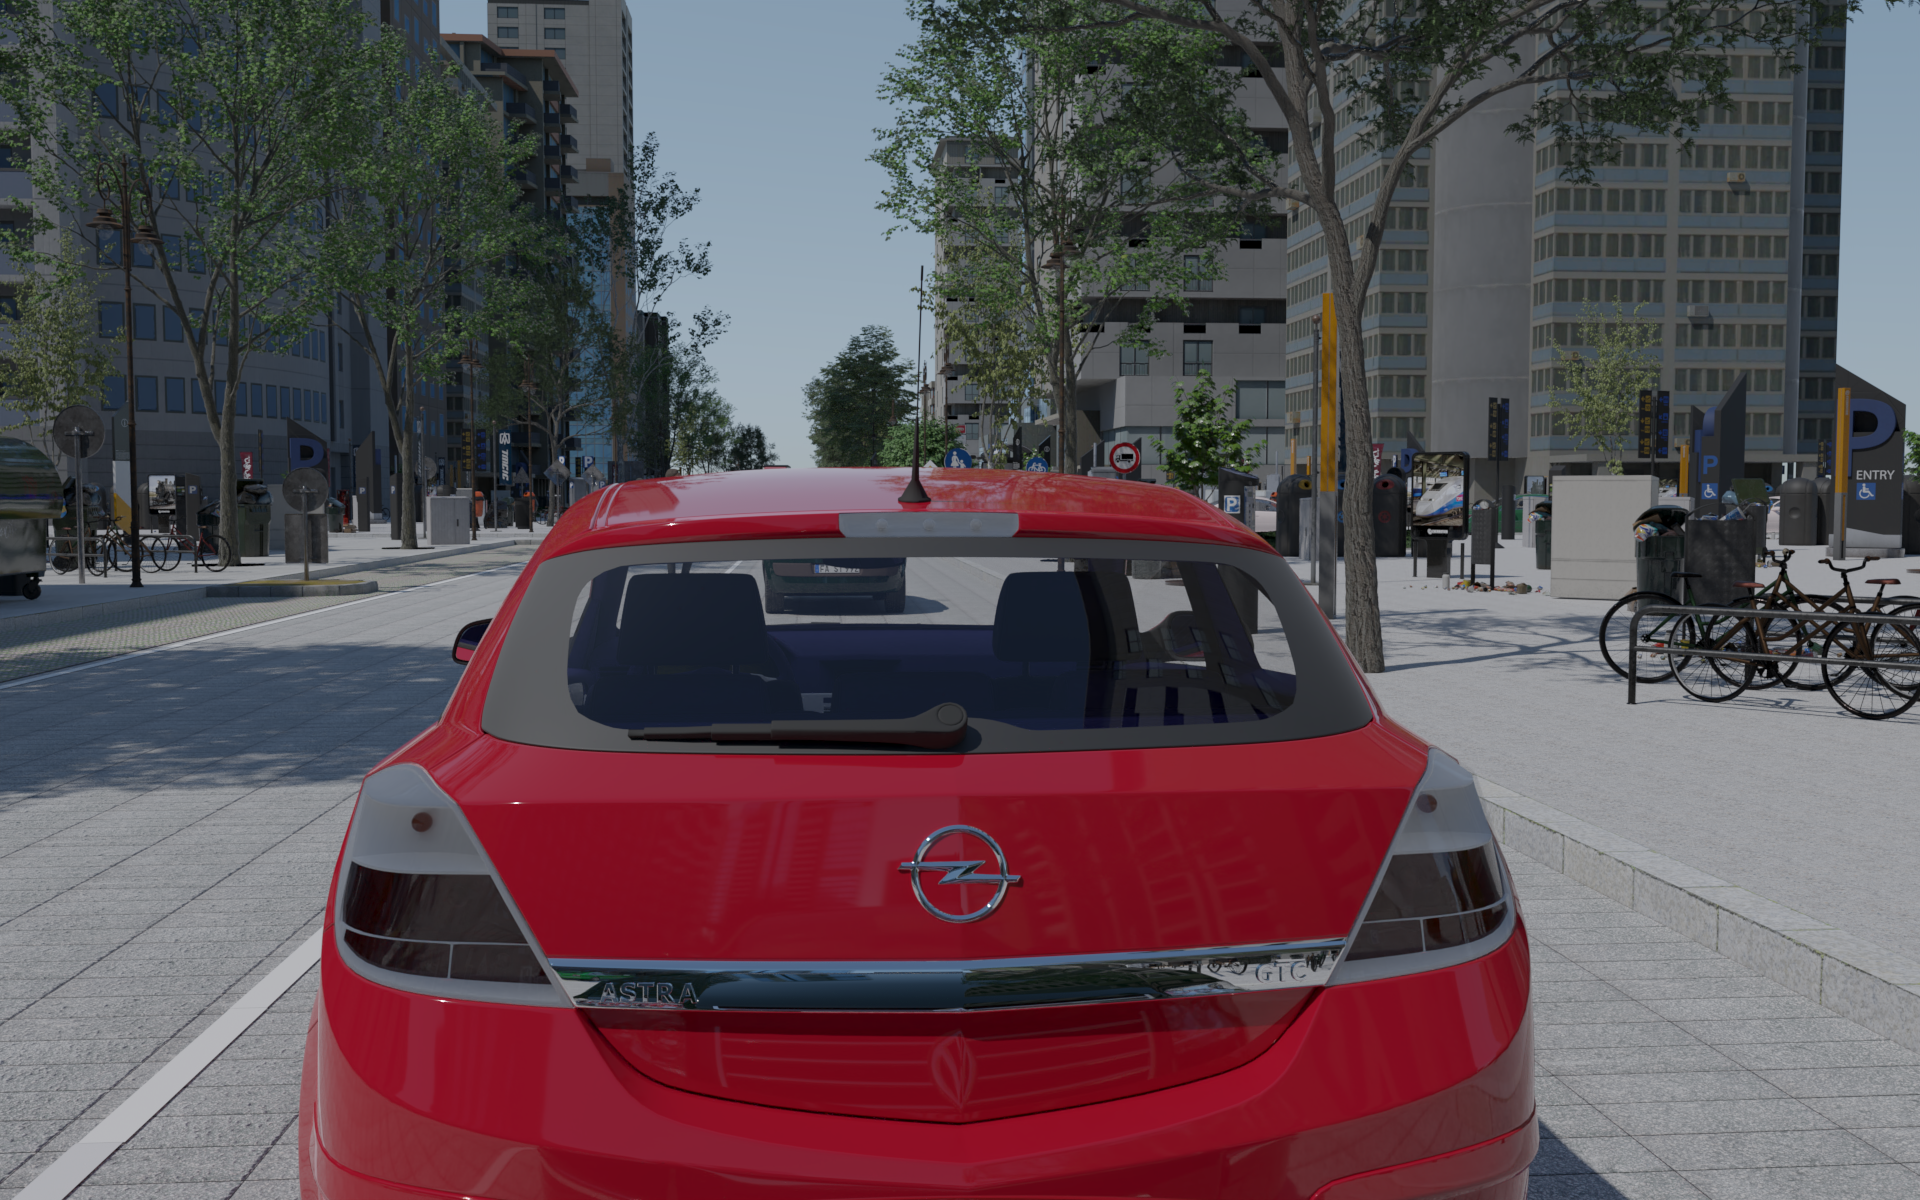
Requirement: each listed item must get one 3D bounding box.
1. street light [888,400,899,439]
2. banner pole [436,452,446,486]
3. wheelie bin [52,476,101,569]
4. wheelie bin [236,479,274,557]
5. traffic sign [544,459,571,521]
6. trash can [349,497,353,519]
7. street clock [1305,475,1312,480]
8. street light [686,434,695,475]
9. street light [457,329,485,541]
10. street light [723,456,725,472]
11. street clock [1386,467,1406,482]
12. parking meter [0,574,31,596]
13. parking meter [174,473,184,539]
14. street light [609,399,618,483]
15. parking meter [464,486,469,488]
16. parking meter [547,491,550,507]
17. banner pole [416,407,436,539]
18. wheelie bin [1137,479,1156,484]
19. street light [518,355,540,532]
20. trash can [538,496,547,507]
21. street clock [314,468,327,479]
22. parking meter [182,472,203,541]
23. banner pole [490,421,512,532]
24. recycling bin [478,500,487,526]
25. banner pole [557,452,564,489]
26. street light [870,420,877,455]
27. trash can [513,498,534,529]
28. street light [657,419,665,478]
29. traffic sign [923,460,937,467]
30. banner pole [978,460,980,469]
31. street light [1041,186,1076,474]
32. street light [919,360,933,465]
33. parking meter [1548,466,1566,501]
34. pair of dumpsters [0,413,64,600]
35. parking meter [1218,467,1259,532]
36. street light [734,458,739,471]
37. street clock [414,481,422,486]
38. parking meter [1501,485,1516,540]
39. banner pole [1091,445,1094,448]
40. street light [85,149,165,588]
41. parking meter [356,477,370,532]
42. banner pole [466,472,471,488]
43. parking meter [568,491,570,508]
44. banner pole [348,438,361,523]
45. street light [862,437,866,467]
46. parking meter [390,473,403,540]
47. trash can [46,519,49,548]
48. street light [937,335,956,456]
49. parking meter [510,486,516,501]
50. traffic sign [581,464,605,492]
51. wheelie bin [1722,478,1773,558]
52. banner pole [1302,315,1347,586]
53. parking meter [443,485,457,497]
[{"bbox_3d":[-3.238,-6.794,83.863,0.468,5.910,1.993,0,4,-5],"label":"street light"},{"bbox_3d":[-30.973,-6.917,103.114,0.401,3.779,0.863,3,5,40],"label":"banner pole"},{"bbox_3d":[-15.282,-1.349,29.963,0.693,1.594,0.980,-1,4,-11],"label":"wheelie bin"},{"bbox_3d":[-14.482,-1.682,35.414,0.693,1.594,0.980,2,4,33],"label":"wheelie bin"},{"bbox_3d":[-11.580,-2.828,49.880,0.795,2.450,0.064,0,4,-5],"label":"traffic sign"},{"bbox_3d":[-30.138,-4.533,85.774,0.748,1.137,0.748,0,3,0],"label":"trash can"},{"bbox_3d":[13.065,-3.687,64.860,0.471,2.002,0.358,-2,4,-34],"label":"street clock"},{"bbox_3d":[-20.811,-9.914,134.873,0.468,5.910,1.993,0,4,-5],"label":"street light"},{"bbox_3d":[-13.424,-4.581,47.692,0.468,5.910,1.993,0,4,-5],"label":"street light"},{"bbox_3d":[-24.885,-12.852,182.915,0.468,5.910,1.993,0,4,-5],"label":"street light"},{"bbox_3d":[11.667,-2.558,46.386,0.471,2.002,0.358,3,5,39],"label":"street clock"},{"bbox_3d":[-11.986,-0.988,21.862,0.399,1.863,0.255,1,4,22],"label":"parking meter"},{"bbox_3d":[-22.067,-2.650,49.034,0.255,1.863,0.399,-2,4,-29],"label":"parking meter"},{"bbox_3d":[-16.327,-6.688,82.139,0.468,5.910,1.993,0,4,-5],"label":"street light"},{"bbox_3d":[-32.951,-6.731,115.757,0.255,1.863,0.399,2,4,34],"label":"parking meter"},{"bbox_3d":[-30.454,-7.346,128.520,0.372,1.533,0.369,0,3,0],"label":"parking meter"},{"bbox_3d":[-15.377,-3.634,49.440,0.401,3.779,0.863,0,4,-2],"label":"banner pole"},{"bbox_3d":[3.836,-1.682,35.403,0.693,1.594,0.980,3,4,39],"label":"wheelie bin"},{"bbox_3d":[-14.357,-5.201,57.831,0.468,5.910,1.993,0,4,-5],"label":"street light"},{"bbox_3d":[-30.281,-6.970,125.619,0.748,1.137,0.748,0,3,0],"label":"trash can"},{"bbox_3d":[-18.167,-2.718,49.006,0.471,2.002,0.358,1,4,20],"label":"street clock"},{"bbox_3d":[-20.737,-2.520,46.917,0.399,1.863,0.255,-1,4,-14],"label":"parking meter"},{"bbox_3d":[-15.636,-4.221,59.030,0.863,3.779,0.401,1,4,14],"label":"banner pole"},{"bbox_3d":[-19.662,-3.545,70.513,0.722,1.027,0.722,0,4,-7],"label":"recycling bin"},{"bbox_3d":[-23.797,-6.909,102.972,0.401,3.779,0.863,2,4,28],"label":"banner pole"},{"bbox_3d":[-5.387,-8.283,108.213,0.468,5.910,1.993,0,4,-5],"label":"street light"},{"bbox_3d":[-15.957,-3.160,63.325,0.748,1.137,0.748,0,3,0],"label":"trash can"},{"bbox_3d":[-18.337,-8.163,106.254,0.468,5.910,1.993,0,4,-5],"label":"street light"},{"bbox_3d":[-0.872,-2.882,50.761,0.795,2.450,0.064,0,4,-5],"label":"traffic sign"},{"bbox_3d":[1.622,-8.427,127.790,0.863,3.779,0.401,1,4,20],"label":"banner pole"},{"bbox_3d":[1.549,-3.277,26.371,0.468,5.910,1.993,0,4,-5],"label":"street light"},{"bbox_3d":[-1.211,-5.324,59.841,0.468,5.910,1.993,0,4,-5],"label":"street light"},{"bbox_3d":[12.170,-1.812,35.339,0.255,1.863,0.399,2,4,33],"label":"parking meter"},{"bbox_3d":[-11.483,-1.002,18.880,1.574,2.255,4.437,0,4,-5],"label":"pair of dumpsters"},{"bbox_3d":[2.558,-0.460,15.924,0.372,1.533,0.369,0,3,0],"label":"parking meter"},{"bbox_3d":[-27.742,-14.935,216.973,0.468,5.910,1.993,0,4,-5],"label":"street light"},{"bbox_3d":[-30.284,-5.630,96.617,0.471,2.002,0.358,-3,5,-41],"label":"street clock"},{"bbox_3d":[15.404,-2.461,48.646,0.372,1.533,0.369,0,3,0],"label":"parking meter"},{"bbox_3d":[7.022,-6.055,89.013,0.863,3.779,0.401,2,4,28],"label":"banner pole"},{"bbox_3d":[-11.340,-3.112,23.675,0.468,5.910,1.993,0,4,-5],"label":"street light"},{"bbox_3d":[-20.251,-3.245,58.770,0.399,1.863,0.255,0,4,-3],"label":"parking meter"},{"bbox_3d":[-21.672,-5.281,76.363,0.401,3.779,0.863,0,4,-1],"label":"banner pole"},{"bbox_3d":[-21.236,-5.282,94.768,0.372,1.533,0.369,0,3,0],"label":"parking meter"},{"bbox_3d":[-27.162,-5.366,77.746,0.863,3.779,0.401,1,4,21],"label":"banner pole"},{"bbox_3d":[-7.281,-9.753,132.246,0.468,5.910,1.993,0,4,-5],"label":"street light"},{"bbox_3d":[-15.706,-2.607,48.341,0.399,1.863,0.255,3,5,43],"label":"parking meter"},{"bbox_3d":[-20.961,-1.684,39.187,0.748,1.137,0.748,0,3,0],"label":"trash can"},{"bbox_3d":[-0.396,-4.747,50.400,0.468,5.910,1.993,0,4,-5],"label":"street light"},{"bbox_3d":[-30.890,-6.982,119.872,0.399,1.863,0.255,2,4,33],"label":"parking meter"},{"bbox_3d":[-12.253,-3.315,57.837,0.795,2.450,0.064,0,4,-5],"label":"traffic sign"},{"bbox_3d":[15.876,-1.659,35.025,0.980,1.594,0.693,0,4,-1],"label":"wheelie bin"},{"bbox_3d":[5.177,-2.106,24.442,0.863,3.779,0.401,-2,4,-32],"label":"banner pole"},{"bbox_3d":[-14.109,-2.418,47.941,0.372,1.533,0.369,0,3,0],"label":"parking meter"}]
